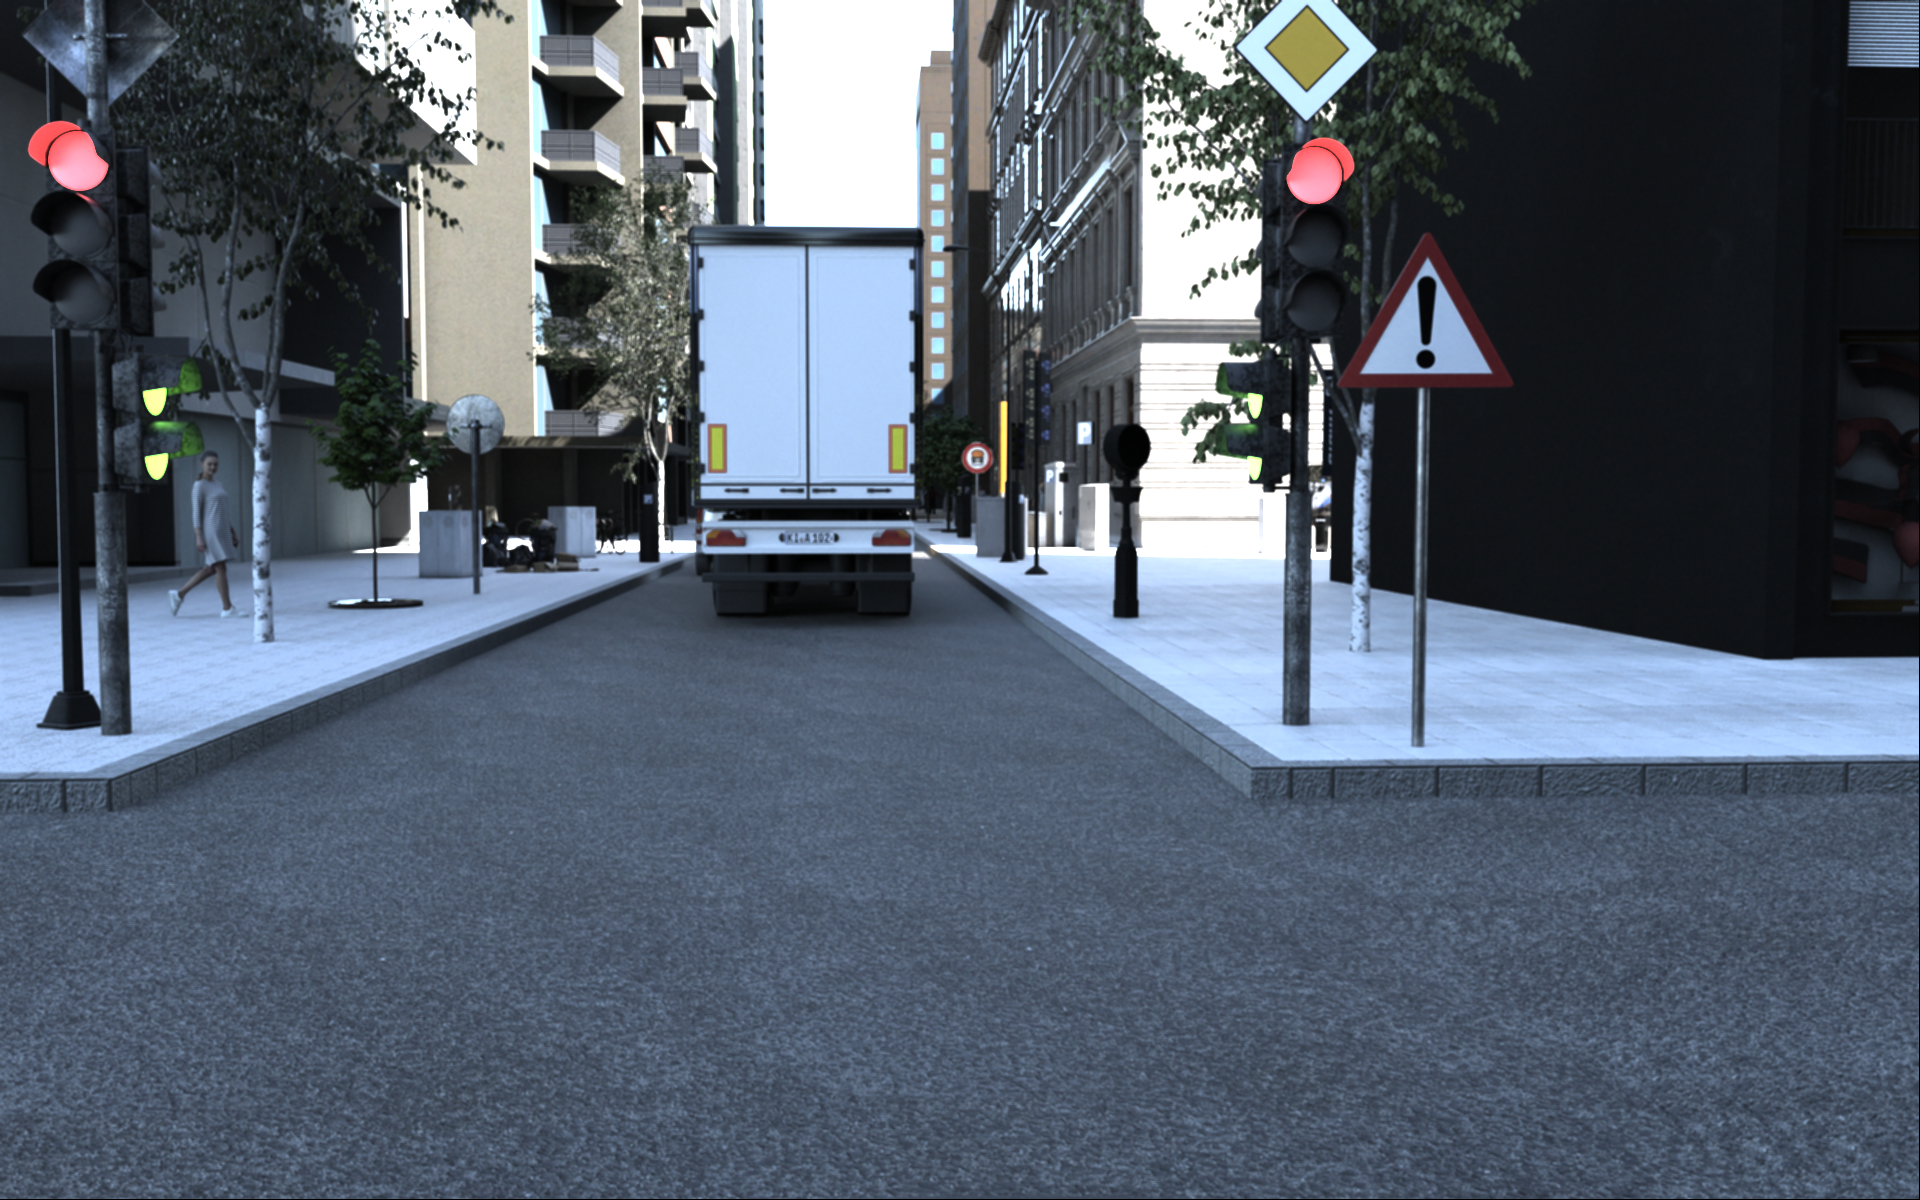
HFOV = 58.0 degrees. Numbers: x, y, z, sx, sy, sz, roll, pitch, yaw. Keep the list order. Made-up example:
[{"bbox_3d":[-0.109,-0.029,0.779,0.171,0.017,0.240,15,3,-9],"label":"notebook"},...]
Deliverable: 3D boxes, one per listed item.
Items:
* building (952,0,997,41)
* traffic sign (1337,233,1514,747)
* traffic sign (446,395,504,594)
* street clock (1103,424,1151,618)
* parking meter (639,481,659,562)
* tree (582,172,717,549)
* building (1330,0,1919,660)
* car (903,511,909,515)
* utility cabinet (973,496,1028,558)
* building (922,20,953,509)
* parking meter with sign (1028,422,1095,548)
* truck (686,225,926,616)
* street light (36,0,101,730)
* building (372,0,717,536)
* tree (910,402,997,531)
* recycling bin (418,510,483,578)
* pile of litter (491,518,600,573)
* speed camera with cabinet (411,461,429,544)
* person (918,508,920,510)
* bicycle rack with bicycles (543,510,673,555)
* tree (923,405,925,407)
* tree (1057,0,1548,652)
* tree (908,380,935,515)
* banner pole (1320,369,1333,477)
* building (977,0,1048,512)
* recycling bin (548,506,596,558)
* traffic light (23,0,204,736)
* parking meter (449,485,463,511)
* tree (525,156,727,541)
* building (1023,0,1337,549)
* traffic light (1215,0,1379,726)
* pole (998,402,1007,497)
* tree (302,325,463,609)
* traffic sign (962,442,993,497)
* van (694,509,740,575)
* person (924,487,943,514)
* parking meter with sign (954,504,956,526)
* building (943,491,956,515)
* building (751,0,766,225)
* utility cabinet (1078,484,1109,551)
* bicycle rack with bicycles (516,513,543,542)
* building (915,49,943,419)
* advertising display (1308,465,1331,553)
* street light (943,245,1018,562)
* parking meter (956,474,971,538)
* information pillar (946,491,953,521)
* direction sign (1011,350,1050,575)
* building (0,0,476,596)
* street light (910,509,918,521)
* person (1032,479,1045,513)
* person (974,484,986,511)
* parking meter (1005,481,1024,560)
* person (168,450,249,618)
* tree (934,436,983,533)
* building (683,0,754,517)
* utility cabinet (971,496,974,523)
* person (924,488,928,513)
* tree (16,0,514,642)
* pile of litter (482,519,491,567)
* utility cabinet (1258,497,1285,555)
[{"bbox_3d":[6.878,-27.216,95.089,14.600,45.320,14.200,0,4,-3],"label":"building"},{"bbox_3d":[2.326,-0.533,8.725,0.884,2.594,0.081,0,4,-1],"label":"traffic sign"},{"bbox_3d":[-6.217,-1.352,22.206,0.768,2.556,0.104,0,4,4],"label":"traffic sign"},{"bbox_3d":[1.727,-0.819,17.960,0.471,2.002,0.358,-3,4,-37],"label":"street clock"},{"bbox_3d":[-5.859,-1.481,32.632,0.372,1.533,0.369,0,3,0],"label":"parking meter"},{"bbox_3d":[-6.942,-5.517,40.568,4.360,8.622,3.978,0,3,0],"label":"tree"},{"bbox_3d":[13.746,-11.598,19.302,15.834,23.373,12.332,0,4,-3],"label":"building"},{"bbox_3d":[-2.181,-1.889,41.110,2.015,1.641,3.980,0,4,-5],"label":"car"},{"bbox_3d":[0.857,-1.468,35.159,1.020,1.237,0.306,1,4,17],"label":"utility cabinet"},{"bbox_3d":[8.145,-50.673,141.177,22.319,86.520,31.000,0,4,-3],"label":"building"},{"bbox_3d":[2.378,-2.760,41.391,1.738,3.016,0.543,-3,4,-37],"label":"parking meter with sign"},{"bbox_3d":[-1.935,-2.128,23.706,2.839,4.237,11.283,0,4,-3],"label":"truck"},{"bbox_3d":[-4.360,-2.256,9.426,1.470,5.913,1.316,0,4,-3],"label":"street light"},{"bbox_3d":[-20.821,-25.055,64.268,22.147,44.769,28.867,0,4,-3],"label":"building"},{"bbox_3d":[-0.349,-4.739,61.197,4.285,4.588,4.351,0,3,0],"label":"tree"},{"bbox_3d":[-7.865,-0.868,26.749,0.722,1.027,0.722,1,4,15],"label":"recycling bin"},{"bbox_3d":[-6.813,-0.903,28.725,1.719,0.858,1.176,-1,4,-12],"label":"pile of litter"},{"bbox_3d":[-14.324,-3.134,45.584,0.660,3.252,2.038,-1,4,-17],"label":"speed camera with cabinet"},{"bbox_3d":[-3.346,-8.084,138.743,0.721,1.766,1.217,0,4,7],"label":"person"},{"bbox_3d":[-7.437,-1.493,37.797,2.852,0.926,2.925,-1,4,-19],"label":"bicycle rack with bicycles"},{"bbox_3d":[-4.334,-10.390,120.235,4.360,8.622,3.978,0,3,0],"label":"tree"},{"bbox_3d":[3.120,-3.896,14.063,4.737,8.622,4.395,0,3,0],"label":"tree"},{"bbox_3d":[-3.253,-9.512,105.889,4.737,8.622,4.395,0,3,0],"label":"tree"},{"bbox_3d":[6.767,-2.491,30.746,0.863,3.779,0.401,-1,4,-22],"label":"banner pole"},{"bbox_3d":[7.798,-16.842,72.630,12.463,27.353,25.104,0,4,-3],"label":"building"},{"bbox_3d":[-7.826,-1.370,34.947,0.722,1.027,0.722,-3,5,-42],"label":"recycling bin"},{"bbox_3d":[-4.493,-1.237,9.141,0.839,4.253,0.868,0,4,-3],"label":"traffic light"},{"bbox_3d":[-14.498,-2.532,49.817,0.372,1.533,0.369,0,3,0],"label":"parking meter"},{"bbox_3d":[-8.012,-6.898,47.189,8.767,10.594,7.601,0,4,3],"label":"tree"},{"bbox_3d":[8.594,-13.060,49.695,11.583,22.565,21.152,0,4,-3],"label":"building"},{"bbox_3d":[1.856,-1.261,9.543,0.839,4.253,0.868,0,4,-3],"label":"traffic light"},{"bbox_3d":[0.957,-2.726,38.415,0.158,3.312,0.155,0,3,0],"label":"pole"},{"bbox_3d":[-6.737,-1.529,19.594,1.663,3.219,1.824,0,3,0],"label":"tree"},{"bbox_3d":[0.431,-2.602,42.644,0.768,2.556,0.104,0,4,0],"label":"traffic sign"},{"bbox_3d":[-3.899,-1.531,32.050,2.013,2.044,4.112,0,4,-2],"label":"van"},{"bbox_3d":[-1.743,-6.367,110.108,1.348,1.831,0.705,1,4,11],"label":"person"},{"bbox_3d":[0.085,-4.523,70.209,0.543,3.016,1.738,0,4,7],"label":"parking meter with sign"},{"bbox_3d":[15.297,-25.889,115.169,32.217,40.220,23.993,0,4,-3],"label":"building"},{"bbox_3d":[-27.283,-31.850,144.444,21.600,48.544,21.300,0,4,-3],"label":"building"},{"bbox_3d":[2.985,-1.850,38.924,0.318,1.500,1.173,-1,4,-15],"label":"utility cabinet"},{"bbox_3d":[-10.511,-2.038,46.702,2.925,0.926,2.852,0,4,-4],"label":"bicycle rack with bicycles"},{"bbox_3d":[2.750,-32.320,178.539,14.200,45.320,14.600,0,4,-3],"label":"building"},{"bbox_3d":[7.915,-1.996,37.841,0.123,1.923,0.974,-1,4,-23],"label":"advertising display"},{"bbox_3d":[0.375,-3.667,32.495,1.470,5.913,1.316,0,4,-3],"label":"street light"},{"bbox_3d":[0.115,-2.767,50.959,0.399,1.863,0.255,-3,5,-41],"label":"parking meter"},{"bbox_3d":[-0.490,-4.697,81.289,0.304,2.012,0.304,0,4,-6],"label":"information pillar"},{"bbox_3d":[1.226,-2.180,27.644,0.379,3.537,0.876,2,4,30],"label":"direction sign"},{"bbox_3d":[-23.557,-26.727,26.220,28.713,52.752,27.495,0,4,-3],"label":"building"},{"bbox_3d":[-2.756,-6.782,83.424,1.470,5.913,1.316,0,4,-3],"label":"street light"},{"bbox_3d":[2.257,-2.526,48.344,0.522,1.701,0.512,2,4,25],"label":"person"},{"bbox_3d":[0.826,-4.097,73.783,0.466,1.731,0.760,-2,4,-28],"label":"person"},{"bbox_3d":[1.056,-1.548,33.719,0.372,1.533,0.369,0,3,0],"label":"parking meter"},{"bbox_3d":[-7.786,-0.680,17.909,0.760,1.731,0.466,-2,4,-24],"label":"person"},{"bbox_3d":[-0.006,-3.879,58.024,1.663,3.219,1.824,0,3,0],"label":"tree"},{"bbox_3d":[-21.582,-26.606,118.600,14.154,41.232,14.086,0,4,-3],"label":"building"},{"bbox_3d":[0.826,-3.945,75.668,1.020,1.237,0.306,0,4,-5],"label":"utility cabinet"},{"bbox_3d":[-2.185,-6.790,117.147,0.705,1.814,1.350,1,4,20],"label":"person"},{"bbox_3d":[-6.046,-3.955,15.019,4.360,8.622,3.978,0,3,0],"label":"tree"},{"bbox_3d":[-8.031,-1.040,30.976,1.176,0.858,1.719,0,4,8],"label":"pile of litter"},{"bbox_3d":[6.879,-1.576,36.926,1.020,1.237,0.306,-1,4,-14],"label":"utility cabinet"}]
